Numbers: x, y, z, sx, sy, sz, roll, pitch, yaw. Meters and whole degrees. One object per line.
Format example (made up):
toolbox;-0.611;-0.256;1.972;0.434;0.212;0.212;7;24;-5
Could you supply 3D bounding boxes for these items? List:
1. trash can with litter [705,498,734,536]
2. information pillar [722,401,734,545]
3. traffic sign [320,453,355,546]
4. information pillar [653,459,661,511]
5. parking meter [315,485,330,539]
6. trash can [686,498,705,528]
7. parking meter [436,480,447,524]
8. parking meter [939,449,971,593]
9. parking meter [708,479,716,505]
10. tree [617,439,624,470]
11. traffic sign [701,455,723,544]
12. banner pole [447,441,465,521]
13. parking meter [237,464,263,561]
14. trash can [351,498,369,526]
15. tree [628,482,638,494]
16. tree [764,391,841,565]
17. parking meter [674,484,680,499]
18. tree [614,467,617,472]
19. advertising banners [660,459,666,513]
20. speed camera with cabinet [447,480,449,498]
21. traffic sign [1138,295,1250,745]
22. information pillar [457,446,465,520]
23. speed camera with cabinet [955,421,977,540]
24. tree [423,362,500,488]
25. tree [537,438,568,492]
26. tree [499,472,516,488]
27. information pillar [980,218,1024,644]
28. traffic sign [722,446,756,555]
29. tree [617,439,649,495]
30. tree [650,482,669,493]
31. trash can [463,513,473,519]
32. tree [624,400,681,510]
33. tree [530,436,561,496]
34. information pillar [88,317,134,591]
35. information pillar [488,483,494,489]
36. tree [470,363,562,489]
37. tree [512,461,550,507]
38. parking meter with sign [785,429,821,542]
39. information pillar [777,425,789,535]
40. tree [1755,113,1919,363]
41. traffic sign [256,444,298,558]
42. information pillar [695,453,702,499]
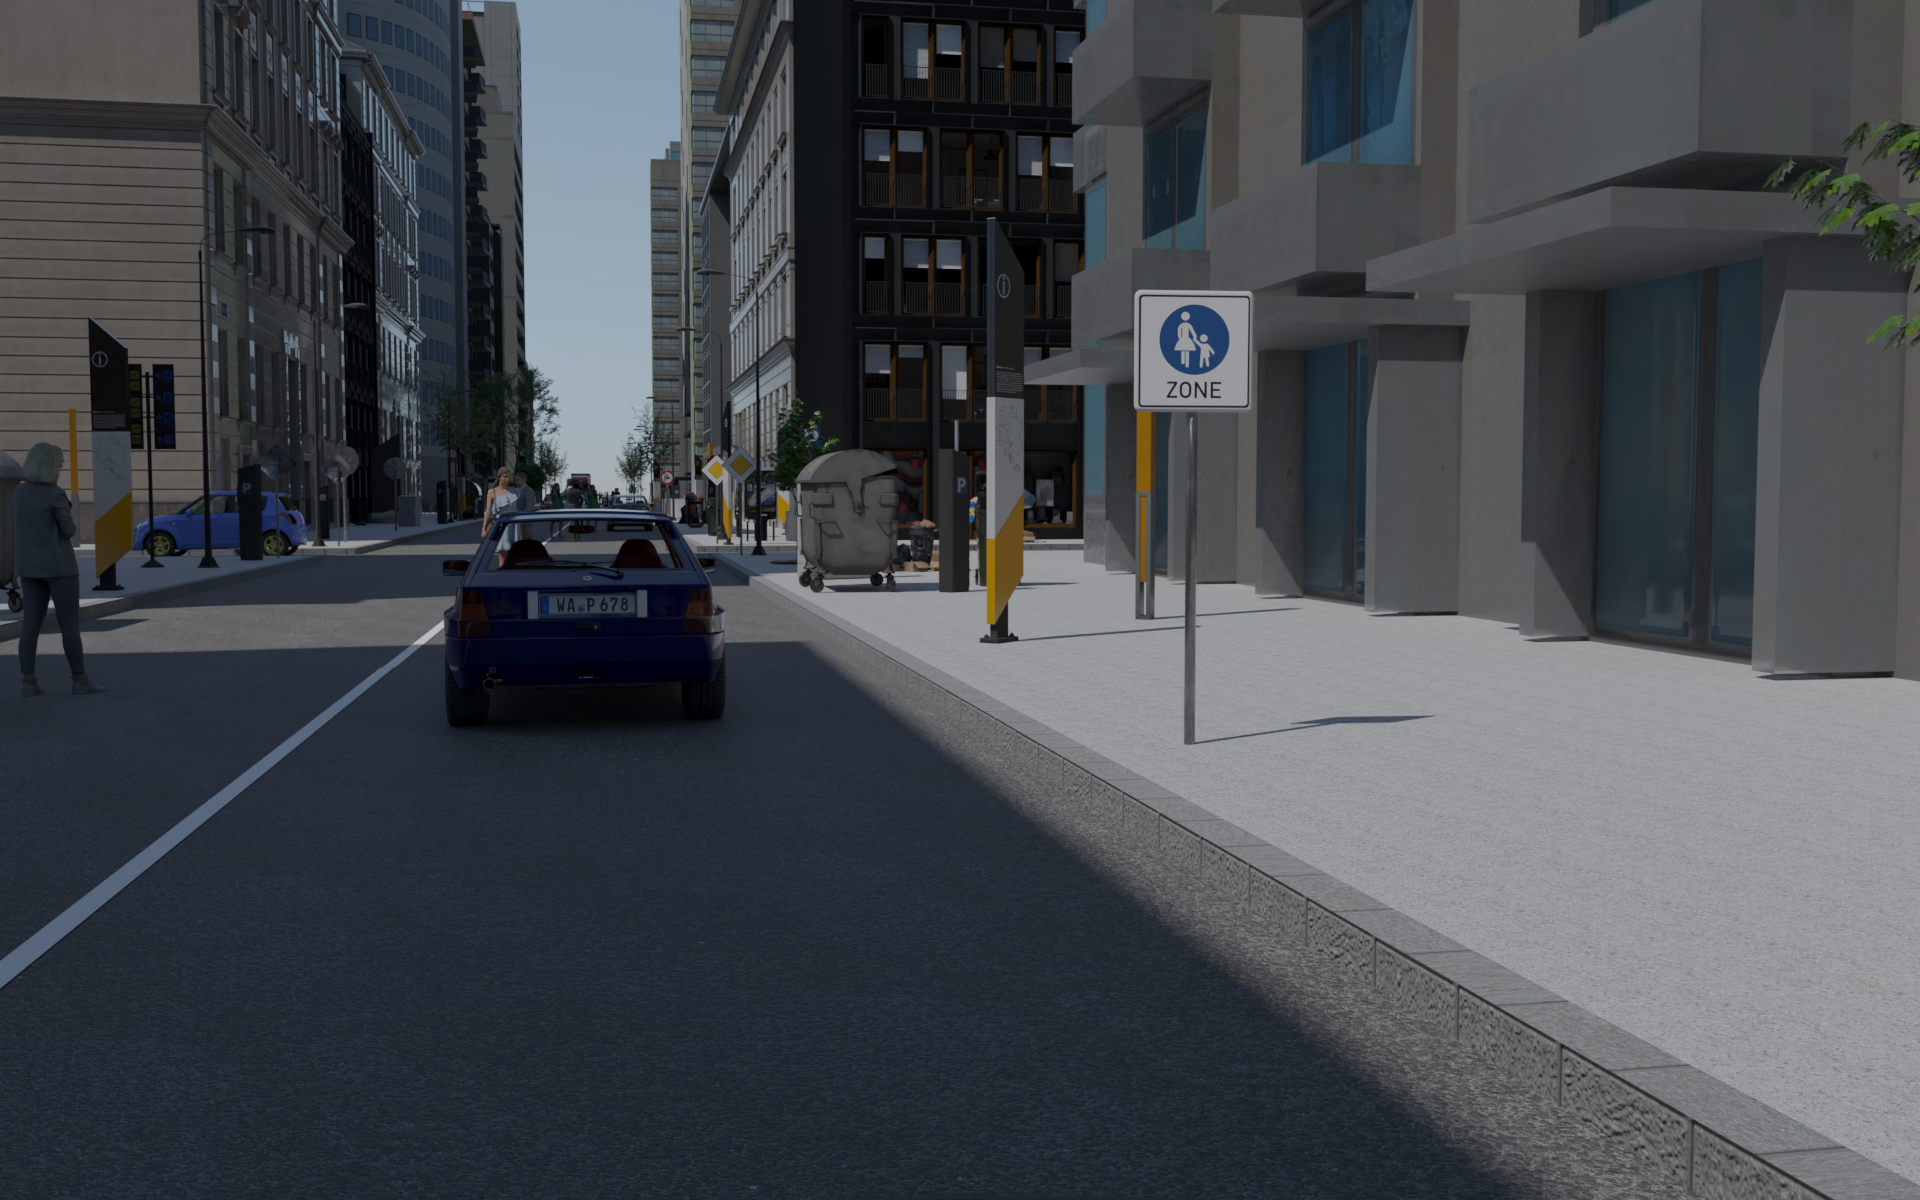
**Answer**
trash can with litter;-7.246;-2.518;52.551;0.624;1.170;1.055;-3;5;-44
information pillar;-5.869;-3.199;43.665;0.183;3.616;0.504;-2;4;-23
traffic sign;-15.212;-2.369;42.368;0.795;2.450;0.064;-1;4;-12
information pillar;-20.365;-7.643;116.319;0.504;3.616;0.183;-2;4;-34
parking meter;-18.126;-2.497;49.232;0.372;1.533;0.369;0;3;0
trash can;-10.063;-3.318;65.905;0.748;1.137;0.748;0;3;0
parking meter;-22.118;-4.172;73.922;0.399;1.863;0.255;1;4;19
parking meter;-0.069;-1.036;22.645;0.255;1.863;0.399;3;5;40
parking meter;-8.268;-3.213;58.248;0.399;1.863;0.255;3;5;41
tree;-40.540;-16.182;214.940;4.360;8.622;3.978;0;3;0
traffic sign;-6.199;-2.479;44.182;0.795;2.450;0.064;-1;4;-12
banner pole;-23.961;-5.644;82.296;0.863;3.779;0.401;-3;5;-39
parking meter;-13.737;-1.700;33.504;0.399;1.863;0.255;0;4;5
trash can;-24.382;-3.594;70.419;0.748;1.137;0.748;0;3;0
tree;-47.097;-15.530;248.523;1.663;3.219;1.824;0;3;0
tree;-3.061;-2.275;31.795;1.663;3.219;1.824;0;3;0
parking meter;-17.010;-6.006;103.912;0.399;1.863;0.255;-1;4;-13
tree;-48.697;-18.647;255.232;4.737;8.622;4.395;0;3;0
advertising banners;-14.532;-5.426;84.909;0.090;3.025;2.074;0;4;-3
speed camera with cabinet;-31.846;-7.096;110.352;2.038;3.252;0.660;-3;5;-44
traffic sign;1.175;-0.409;8.809;0.606;2.300;0.079;0;4;-6
information pillar;-24.201;-5.668;84.033;0.504;3.616;0.183;3;4;39
speed camera with cabinet;0.495;-3.226;47.087;2.038;3.252;0.660;-1;4;-20
tree;-27.709;-8.877;95.507;4.737;8.622;4.395;0;3;0
tree;-53.399;-16.904;226.749;4.737;8.622;4.395;0;3;0
tree;-34.513;-8.367;131.409;1.663;3.219;1.824;0;3;0
information pillar;0.386;-1.445;14.973;0.183;3.616;0.504;2;4;34
traffic sign;-4.601;-2.001;36.358;0.795;2.450;0.064;-1;4;-12
tree;-43.516;-17.334;233.778;4.737;8.622;4.395;0;3;0
tree;-24.589;-8.944;140.833;1.663;3.219;1.824;0;3;0
trash can;-25.266;-4.718;88.785;0.748;1.137;0.748;0;3;0
tree;-23.776;-11.268;134.600;4.360;8.622;3.978;0;3;0
tree;-51.960;-16.312;217.067;4.360;8.622;3.978;0;3;0
information pillar;-11.274;-1.935;22.984;0.504;3.616;0.183;0;4;-2
information pillar;-31.021;-6.745;114.773;0.304;2.012;0.304;2;4;28
tree;-35.104;-12.916;136.935;9.928;11.665;9.643;0;3;0
tree;-43.694;-11.865;177.712;4.285;4.588;4.351;0;3;0
parking meter with sign;-4.305;-3.087;46.738;0.543;3.016;1.738;-2;4;-24
information pillar;-5.468;-3.843;54.196;0.504;3.616;0.183;2;4;25
tree;3.136;-0.585;4.166;1.663;3.219;1.824;0;3;0
traffic sign;-13.614;-1.890;34.544;0.795;2.450;0.064;-1;4;-12
information pillar;-15.072;-6.630;99.754;0.183;3.616;0.504;3;5;43
